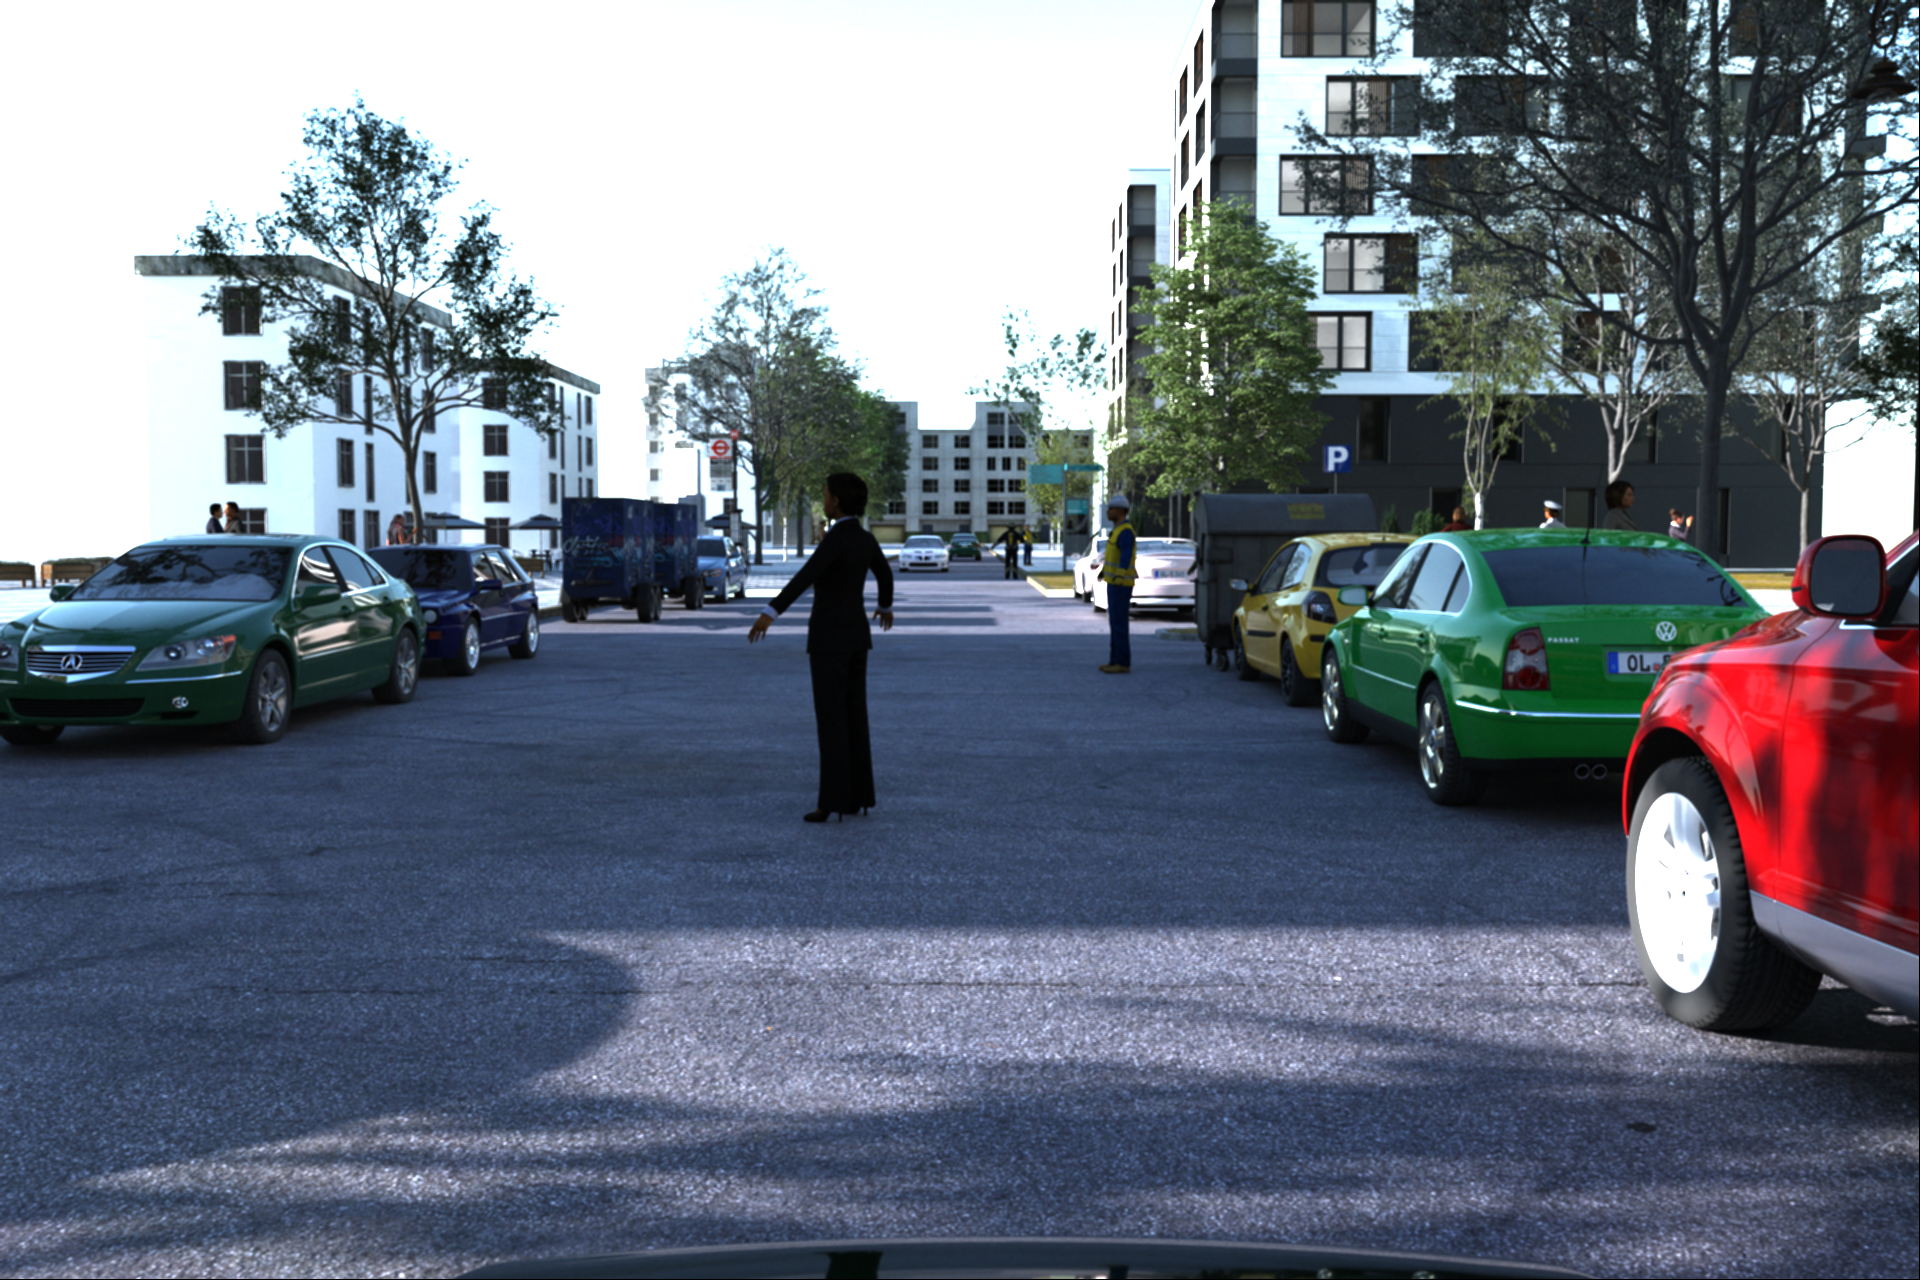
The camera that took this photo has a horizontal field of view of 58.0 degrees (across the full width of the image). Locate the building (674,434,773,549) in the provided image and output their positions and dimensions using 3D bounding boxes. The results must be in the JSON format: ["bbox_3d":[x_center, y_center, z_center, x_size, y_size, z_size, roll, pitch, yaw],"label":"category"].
[{"bbox_3d":[-21.601,-13.245,158.704,9.099,9.664,28.070,0,4,0],"label":"building"}]

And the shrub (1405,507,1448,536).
[{"bbox_3d":[12.872,-2.652,47.784,1.690,2.028,1.600,0,3,0],"label":"shrub"}]

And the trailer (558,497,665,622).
[{"bbox_3d":[-5.696,-1.259,27.636,1.471,1.999,3.904,0,3,0],"label":"trailer"}]

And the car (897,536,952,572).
[{"bbox_3d":[-1.364,-3.312,66.512,2.083,1.381,4.827,0,3,0],"label":"car"}]

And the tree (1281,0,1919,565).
[{"bbox_3d":[9.645,-6.827,21.996,12.009,13.543,11.850,0,3,0],"label":"tree"}]

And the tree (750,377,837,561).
[{"bbox_3d":[-8.380,-7.980,80.843,4.360,8.622,3.978,0,3,0],"label":"tree"}]

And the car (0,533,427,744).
[{"bbox_3d":[-5.592,-0.093,13.315,2.131,1.459,4.920,0,4,0],"label":"car"}]

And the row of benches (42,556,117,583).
[{"bbox_3d":[-24.012,-1.965,47.593,1.422,0.672,4.104,0,4,-5],"label":"row of benches"}]

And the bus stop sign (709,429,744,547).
[{"bbox_3d":[-5.954,-3.394,44.190,0.855,3.939,0.416,0,4,2],"label":"bus stop sign"}]

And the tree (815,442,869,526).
[{"bbox_3d":[-8.207,-10.490,121.880,4.737,8.622,4.395,0,3,0],"label":"tree"}]

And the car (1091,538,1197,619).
[{"bbox_3d":[3.368,-1.094,30.248,2.083,1.381,4.827,0,4,-1],"label":"car"}]

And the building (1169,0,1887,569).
[{"bbox_3d":[23.360,-14.403,79.467,27.936,21.610,32.646,0,4,1],"label":"building"}]

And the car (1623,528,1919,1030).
[{"bbox_3d":[3.108,0.321,3.417,2.281,1.827,5.304,0,4,-1],"label":"car"}]

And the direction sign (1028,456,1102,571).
[{"bbox_3d":[3.586,-4.284,58.802,2.525,3.948,1.411,0,4,0],"label":"direction sign"}]

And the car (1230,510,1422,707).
[{"bbox_3d":[3.558,-0.341,15.796,2.015,1.641,3.980,0,4,0],"label":"car"}]

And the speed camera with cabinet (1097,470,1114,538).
[{"bbox_3d":[4.618,-3.601,53.206,0.660,3.252,2.038,0,4,-1],"label":"speed camera with cabinet"}]

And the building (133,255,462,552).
[{"bbox_3d":[-23.885,-7.591,66.255,9.099,9.664,28.070,0,4,0],"label":"building"}]

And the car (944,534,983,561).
[{"bbox_3d":[0.206,-5.030,94.034,2.131,1.459,4.920,0,4,-1],"label":"car"}]

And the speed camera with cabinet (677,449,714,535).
[{"bbox_3d":[-6.264,-2.854,40.999,0.660,3.252,2.038,0,4,0],"label":"speed camera with cabinet"}]

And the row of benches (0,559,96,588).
[{"bbox_3d":[-22.668,-1.583,41.349,1.422,0.672,4.104,3,4,39],"label":"row of benches"}]

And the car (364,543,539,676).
[{"bbox_3d":[-5.775,-0.374,18.690,1.945,1.354,3.894,0,3,0],"label":"car"}]

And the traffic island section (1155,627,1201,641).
[{"bbox_3d":[3.736,-0.073,24.055,1.991,0.108,1.994,0,4,1],"label":"traffic island section"}]

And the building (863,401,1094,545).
[{"bbox_3d":[1.591,-22.463,236.185,31.486,18.905,16.747,0,4,-2],"label":"building"}]

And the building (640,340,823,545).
[{"bbox_3d":[-26.029,-22.746,202.829,19.493,23.208,18.063,0,4,0],"label":"building"}]

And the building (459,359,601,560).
[{"bbox_3d":[-24.593,-9.464,96.885,9.099,9.664,28.070,0,3,0],"label":"building"}]

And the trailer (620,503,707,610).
[{"bbox_3d":[-5.694,-1.551,32.408,1.471,1.999,3.904,0,4,0],"label":"trailer"}]

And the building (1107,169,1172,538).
[{"bbox_3d":[23.414,-16.483,113.465,27.936,21.610,32.646,0,4,0],"label":"building"}]

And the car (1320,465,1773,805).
[{"bbox_3d":[3.399,-0.105,10.505,1.959,1.807,4.718,0,4,1],"label":"car"}]

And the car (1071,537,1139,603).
[{"bbox_3d":[3.488,-1.540,37.538,2.083,1.381,4.827,0,3,0],"label":"car"}]

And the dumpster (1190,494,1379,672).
[{"bbox_3d":[3.439,-0.628,18.489,1.865,1.857,1.264,0,4,1],"label":"dumpster"}]

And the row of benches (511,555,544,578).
[{"bbox_3d":[-13.772,-2.093,49.682,1.422,0.672,4.104,3,4,38],"label":"row of benches"}]

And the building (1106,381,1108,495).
[{"bbox_3d":[24.026,-20.423,164.843,19.493,23.208,18.063,0,4,1],"label":"building"}]

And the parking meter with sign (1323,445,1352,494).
[{"bbox_3d":[7.355,-2.250,33.056,0.543,3.016,1.738,0,4,0],"label":"parking meter with sign"}]

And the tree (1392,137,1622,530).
[{"bbox_3d":[9.738,-5.061,33.117,4.360,8.622,3.978,0,3,0],"label":"tree"}]

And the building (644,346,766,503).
[{"bbox_3d":[-25.712,-19.487,175.026,16.016,20.090,11.380,0,4,1],"label":"building"}]

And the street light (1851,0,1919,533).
[{"bbox_3d":[7.386,-2.475,13.246,0.468,5.910,1.993,0,4,0],"label":"street light"}]

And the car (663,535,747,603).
[{"bbox_3d":[-5.668,-1.553,37.393,2.014,1.417,4.499,0,4,1],"label":"car"}]
